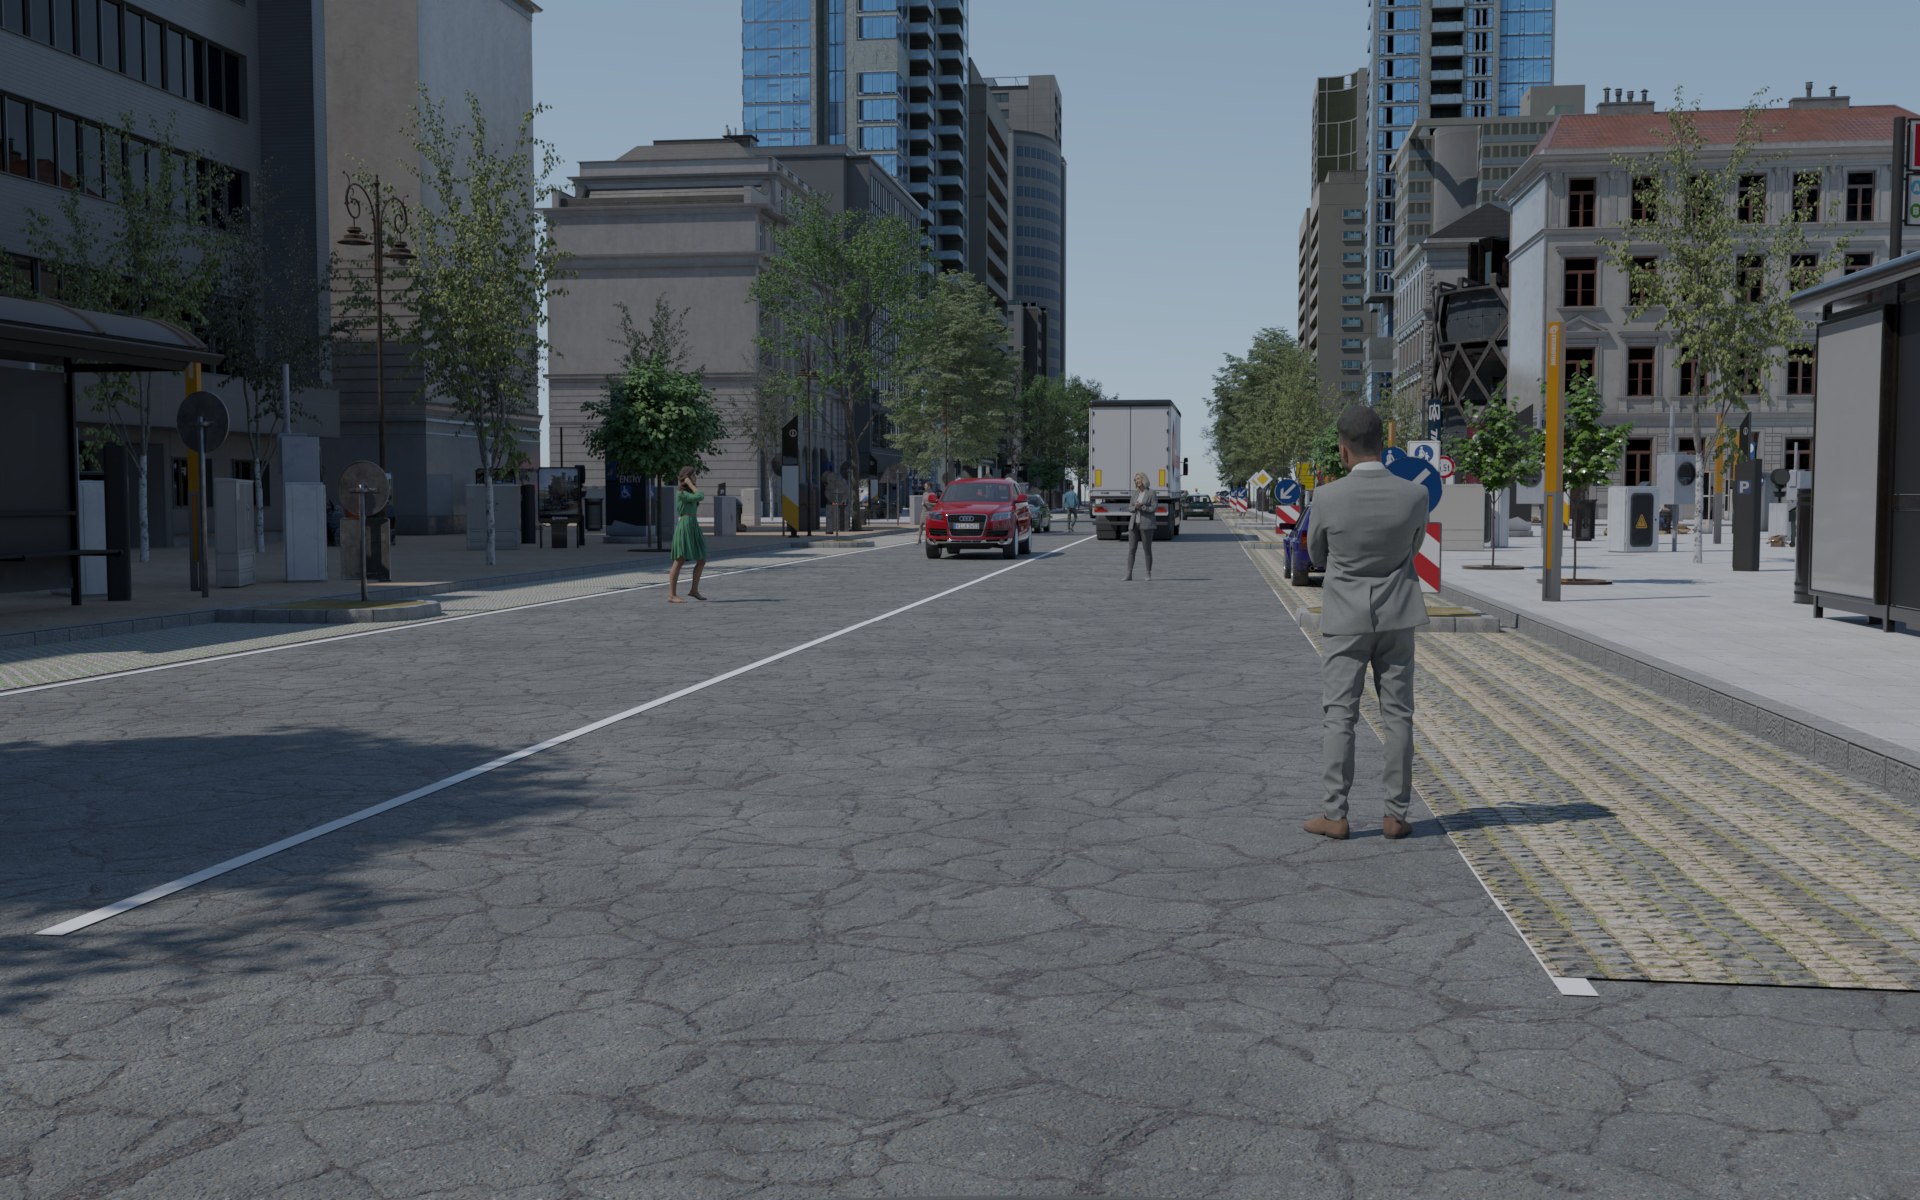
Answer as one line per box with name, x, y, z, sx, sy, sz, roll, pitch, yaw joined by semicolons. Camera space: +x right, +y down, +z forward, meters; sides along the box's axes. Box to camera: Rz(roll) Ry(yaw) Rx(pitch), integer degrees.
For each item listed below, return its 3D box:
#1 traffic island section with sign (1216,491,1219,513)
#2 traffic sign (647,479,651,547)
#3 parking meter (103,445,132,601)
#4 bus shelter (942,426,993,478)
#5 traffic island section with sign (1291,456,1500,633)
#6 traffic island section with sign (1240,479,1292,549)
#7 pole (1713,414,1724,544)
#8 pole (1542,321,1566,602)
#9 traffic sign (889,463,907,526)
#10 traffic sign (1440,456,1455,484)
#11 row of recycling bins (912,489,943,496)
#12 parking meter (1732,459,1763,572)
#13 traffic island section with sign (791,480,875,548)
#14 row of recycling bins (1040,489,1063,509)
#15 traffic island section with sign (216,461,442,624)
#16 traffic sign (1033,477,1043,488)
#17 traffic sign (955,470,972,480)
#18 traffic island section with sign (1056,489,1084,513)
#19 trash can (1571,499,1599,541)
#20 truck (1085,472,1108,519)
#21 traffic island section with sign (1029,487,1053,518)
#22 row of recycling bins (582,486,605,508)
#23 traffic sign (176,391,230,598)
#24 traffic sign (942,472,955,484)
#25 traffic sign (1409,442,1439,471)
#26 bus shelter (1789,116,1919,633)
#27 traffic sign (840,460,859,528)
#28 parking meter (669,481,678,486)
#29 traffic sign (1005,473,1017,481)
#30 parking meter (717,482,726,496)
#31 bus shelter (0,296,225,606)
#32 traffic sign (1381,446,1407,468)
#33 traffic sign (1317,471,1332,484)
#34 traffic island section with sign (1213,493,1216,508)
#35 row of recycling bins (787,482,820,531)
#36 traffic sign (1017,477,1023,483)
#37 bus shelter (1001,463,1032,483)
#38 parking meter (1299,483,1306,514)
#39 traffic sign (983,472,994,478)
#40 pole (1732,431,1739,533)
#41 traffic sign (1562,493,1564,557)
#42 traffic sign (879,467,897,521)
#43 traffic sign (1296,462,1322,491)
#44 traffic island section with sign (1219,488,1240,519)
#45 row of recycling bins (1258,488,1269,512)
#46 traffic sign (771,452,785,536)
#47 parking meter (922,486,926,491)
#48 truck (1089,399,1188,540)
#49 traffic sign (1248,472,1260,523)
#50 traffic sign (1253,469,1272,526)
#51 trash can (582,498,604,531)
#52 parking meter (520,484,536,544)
traffic island section with sign;19.989;-7.254;127.226;1.989;1.847;2.006;0;4;8
traffic sign;-7.470;-2.538;41.602;0.768;2.556;0.104;1;4;17
parking meter;-10.160;-0.928;20.886;0.255;1.863;0.399;-2;4;-24
bus shelter;0.399;-7.741;104.202;2.179;5.291;8.768;0;4;8
traffic island section with sign;4.683;-0.622;18.796;1.989;1.847;2.006;0;4;8
traffic island section with sign;8.461;-2.254;45.486;1.989;1.847;2.006;0;4;8
pole;19.479;-3.096;44.458;0.158;3.312;0.155;0;3;0
pole;7.072;-1.637;20.614;0.158;3.312;0.155;0;3;0
traffic sign;-2.519;-4.294;70.315;0.768;2.556;0.104;1;4;11
traffic sign;16.057;-3.516;57.593;0.768;2.556;0.104;1;4;17
row of recycling bins;-2.255;-8.339;143.463;3.534;1.692;1.069;1;4;15
parking meter;13.064;-1.410;28.770;0.255;1.863;0.399;-3;4;-38
traffic island section with sign;-3.362;-2.327;46.672;1.989;1.847;2.006;0;4;8
row of recycling bins;7.820;-8.820;151.317;1.069;1.692;3.534;-2;4;-30
traffic island section with sign;-7.135;-0.694;19.981;1.989;1.847;2.006;0;4;8
traffic sign;5.840;-7.976;130.515;0.768;2.556;0.104;1;4;13
traffic sign;0.175;-4.153;71.543;0.795;2.450;0.064;0;4;8
traffic island section with sign;8.227;-7.355;128.889;1.989;1.847;2.006;0;4;8
trash can;17.016;-2.178;47.260;0.748;1.137;0.748;0;3;0
truck;9.189;-7.065;104.420;2.839;4.237;11.283;0;4;7
traffic island section with sign;4.425;-5.703;101.873;1.989;1.847;2.006;0;4;8
row of recycling bins;-30.260;-8.159;140.518;1.069;1.692;3.534;2;4;24
traffic sign;-9.368;-1.303;21.416;0.768;2.556;0.104;1;4;16
traffic sign;-0.659;-6.014;98.436;0.768;2.556;0.104;1;4;12
traffic sign;8.951;-1.917;33.480;0.606;2.300;0.079;1;4;12
bus shelter;9.423;-2.362;16.243;2.179;5.291;8.768;0;4;8
traffic sign;-4.177;-3.986;65.278;0.768;2.556;0.104;1;4;13
parking meter;-8.150;-2.652;49.075;0.255;1.863;0.399;1;4;12
traffic sign;3.075;-6.455;105.640;0.768;2.556;0.104;1;4;14
parking meter;-11.736;-4.866;85.270;0.399;1.863;0.255;-1;4;-17
bus shelter;-9.816;-1.432;17.337;2.014;3.302;5.546;0;4;8
traffic sign;11.610;-2.835;46.455;0.768;2.556;0.104;1;4;14
traffic sign;18.633;-5.413;88.608;0.768;2.556;0.104;1;4;13
traffic island section with sign;27.004;-10.291;176.893;1.989;1.847;2.006;0;4;8
row of recycling bins;-5.563;-3.305;61.145;1.069;1.692;3.534;0;4;2
traffic sign;4.337;-7.895;129.186;0.768;2.556;0.104;1;4;12
bus shelter;4.339;-8.635;132.467;1.731;3.624;6.357;0;4;8
parking meter;17.785;-5.173;90.296;0.255;1.863;0.399;-3;5;-40
traffic sign;1.291;-4.637;79.450;0.795;2.450;0.064;0;4;8
pole;25.230;-3.818;56.269;0.158;3.312;0.155;0;3;0
traffic sign;12.331;-2.164;35.484;0.768;2.556;0.104;1;4;15
traffic sign;-3.420;-5.011;81.936;0.884;2.594;0.081;1;4;11
traffic sign;22.544;-7.127;110.406;2.265;3.308;0.079;1;4;12
traffic island section with sign;16.220;-5.619;100.495;1.989;1.847;2.006;0;4;8
row of recycling bins;22.355;-7.340;127.116;1.069;1.692;3.534;0;4;7
traffic sign;-5.357;-3.205;52.510;0.768;2.556;0.104;1;4;12
parking meter;-2.702;-7.627;130.411;0.255;1.863;0.399;-1;4;-18
truck;5.936;-4.160;56.926;2.839;4.237;11.283;1;4;9
traffic sign;13.313;-4.532;77.739;0.795;2.450;0.064;0;4;8
traffic sign;12.197;-4.048;69.832;0.795;2.450;0.064;0;4;8
trash can;-12.709;-2.962;60.090;0.748;1.137;0.748;0;3;0
parking meter;-11.180;-2.228;44.831;0.372;1.533;0.369;0;3;0
